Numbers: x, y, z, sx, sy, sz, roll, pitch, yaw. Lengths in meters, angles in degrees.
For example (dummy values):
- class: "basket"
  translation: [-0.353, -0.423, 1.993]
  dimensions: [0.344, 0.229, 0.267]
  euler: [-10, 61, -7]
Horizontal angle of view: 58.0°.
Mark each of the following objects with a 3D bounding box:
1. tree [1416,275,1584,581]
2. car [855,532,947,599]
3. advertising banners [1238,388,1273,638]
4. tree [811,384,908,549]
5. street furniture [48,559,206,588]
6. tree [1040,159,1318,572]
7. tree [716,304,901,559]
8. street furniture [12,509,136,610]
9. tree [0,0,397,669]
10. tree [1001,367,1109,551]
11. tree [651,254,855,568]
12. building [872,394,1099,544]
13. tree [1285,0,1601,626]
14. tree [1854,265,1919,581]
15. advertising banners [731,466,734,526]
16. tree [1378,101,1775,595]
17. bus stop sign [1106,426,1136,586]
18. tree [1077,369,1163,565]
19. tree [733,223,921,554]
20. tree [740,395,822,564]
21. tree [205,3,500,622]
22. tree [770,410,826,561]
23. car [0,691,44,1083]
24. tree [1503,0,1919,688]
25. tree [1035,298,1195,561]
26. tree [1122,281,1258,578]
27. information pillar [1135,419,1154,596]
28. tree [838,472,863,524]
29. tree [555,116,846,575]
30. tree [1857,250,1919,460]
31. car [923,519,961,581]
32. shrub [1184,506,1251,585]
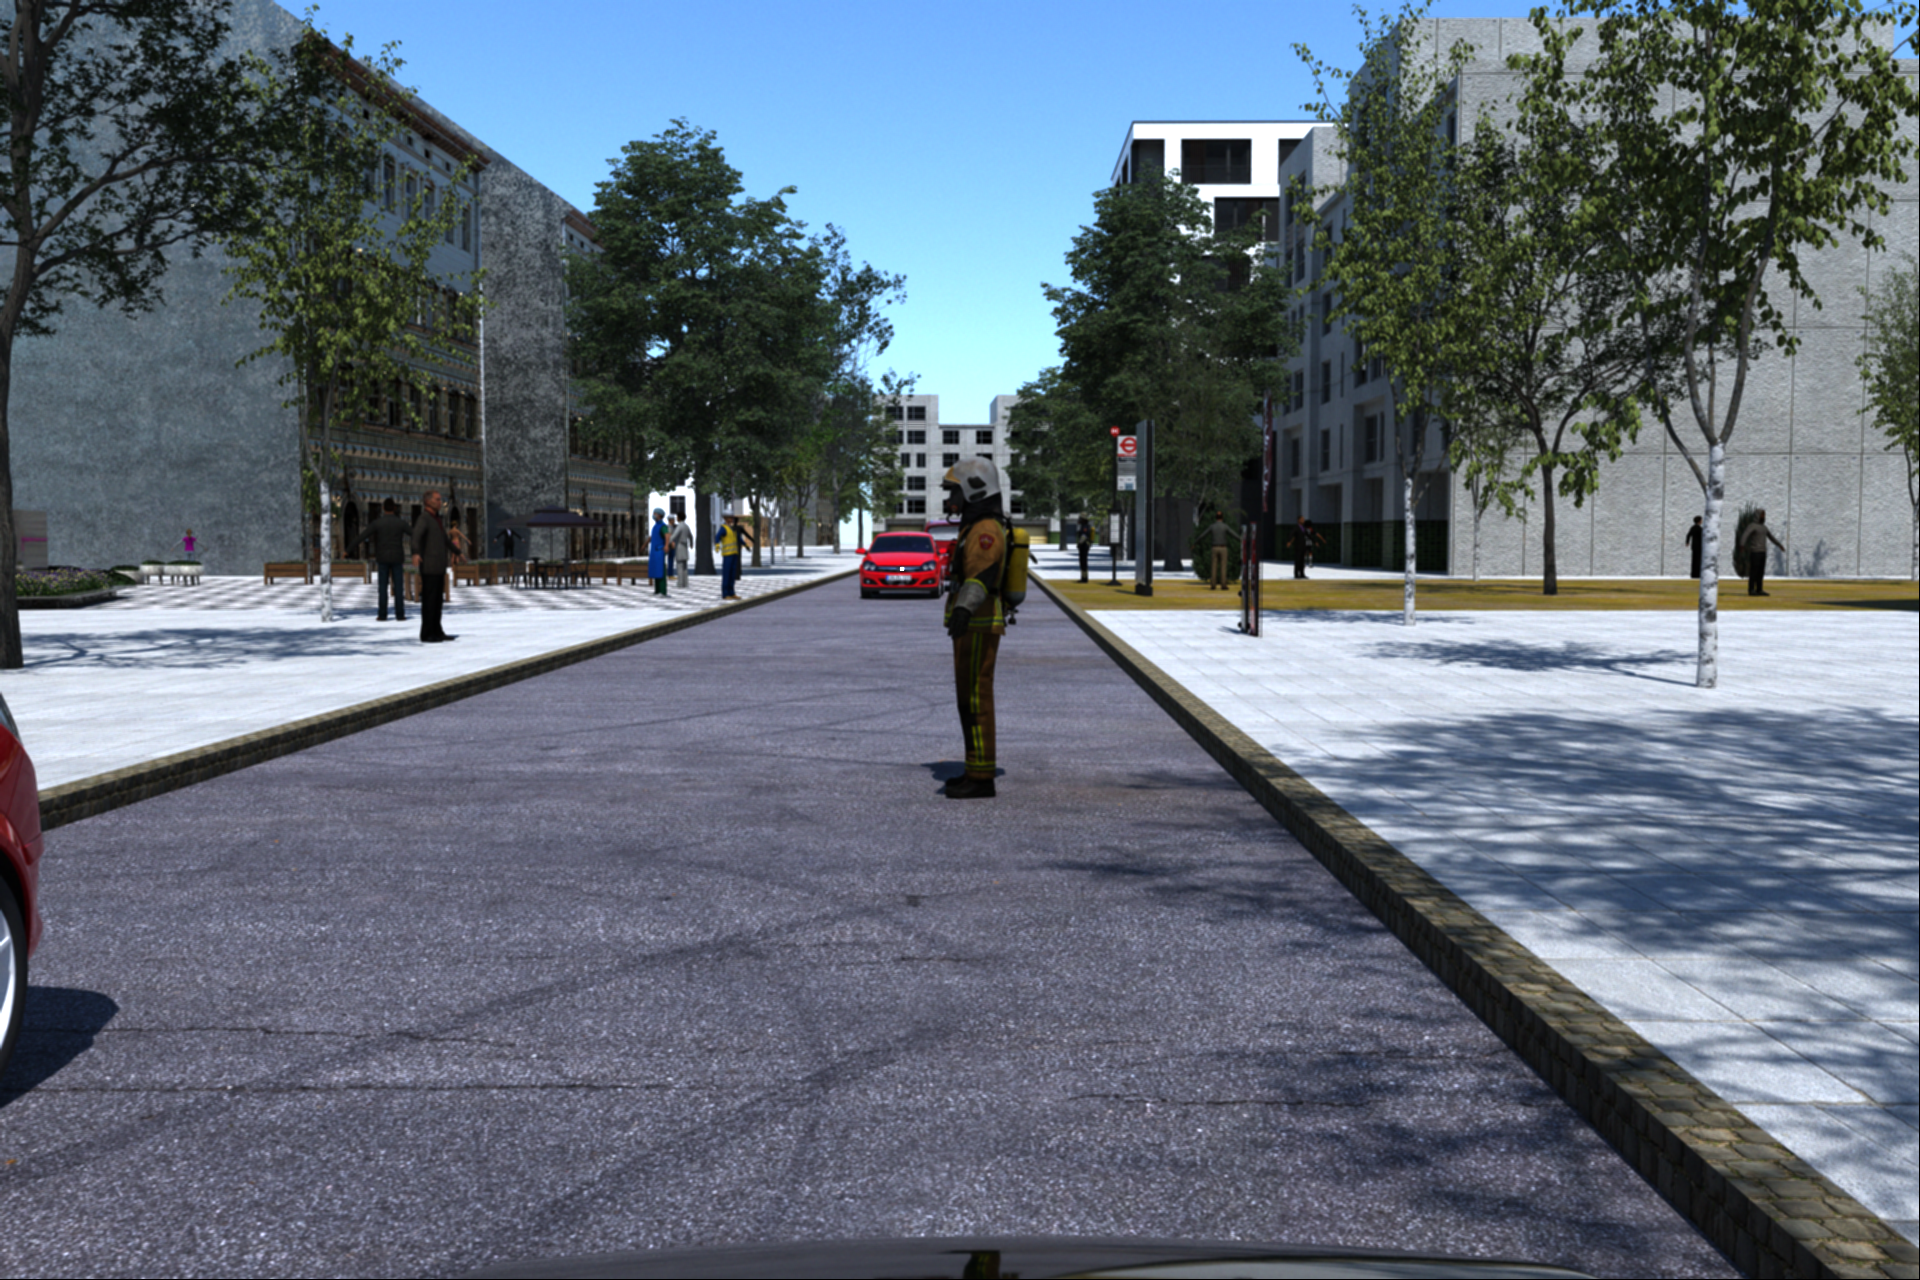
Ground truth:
- class: "tree"
  translation: [13.960, -5.921, 47.169]
  dimensions: [4.360, 8.622, 3.978]
  euler: [0, 3, 0]
- class: "car"
  translation: [-1.289, -1.880, 39.782]
  dimensions: [2.155, 1.783, 4.494]
  euler: [0, 4, 1]
- class: "advertising banners"
  translation: [3.718, -1.568, 21.824]
  dimensions: [0.090, 3.025, 2.074]
  euler: [0, 4, 0]
- class: "tree"
  translation: [-7.968, -13.034, 131.236]
  dimensions: [7.486, 12.596, 7.792]
  euler: [0, 3, 0]
- class: "street furniture"
  translation: [-23.679, -1.699, 43.408]
  dimensions: [10.072, 0.657, 5.734]
  euler: [2, 4, 31]
- class: "tree"
  translation: [7.312, -9.323, 59.091]
  dimensions: [9.857, 13.997, 8.962]
  euler: [0, 3, 0]
- class: "tree"
  translation: [-8.291, -11.041, 90.883]
  dimensions: [12.009, 13.543, 11.850]
  euler: [0, 3, 0]
- class: "street furniture"
  translation: [-18.374, -1.548, 32.164]
  dimensions: [9.812, 1.723, 11.010]
  euler: [-1, 4, -17]
- class: "tree"
  translation: [-9.191, -4.983, 15.889]
  dimensions: [8.767, 10.594, 7.601]
  euler: [1, 4, 12]
- class: "tree"
  translation: [7.664, -13.644, 129.726]
  dimensions: [9.857, 13.997, 8.962]
  euler: [0, 3, 0]
- class: "tree"
  translation: [-7.840, -8.557, 65.668]
  dimensions: [9.928, 11.665, 9.643]
  euler: [0, 3, 0]
- class: "building"
  translation: [4.336, -21.844, 226.066]
  dimensions: [31.486, 18.905, 16.747]
  euler: [0, 4, -2]
- class: "tree"
  translation: [6.322, -4.490, 23.772]
  dimensions: [4.737, 8.622, 4.395]
  euler: [0, 3, 0]
- class: "tree"
  translation: [26.097, -5.902, 46.853]
  dimensions: [4.737, 8.622, 4.395]
  euler: [0, 3, 0]
- class: "advertising banners"
  translation: [-5.878, -2.929, 44.075]
  dimensions: [0.090, 3.025, 2.074]
  euler: [0, 4, 0]
- class: "tree"
  translation: [12.660, -6.250, 36.600]
  dimensions: [8.767, 10.594, 7.601]
  euler: [2, 4, 27]
- class: "bus stop sign"
  translation: [4.053, -3.317, 42.932]
  dimensions: [0.855, 3.939, 0.416]
  euler: [0, 4, 1]
- class: "tree"
  translation: [6.855, -7.443, 72.057]
  dimensions: [4.737, 8.622, 4.395]
  euler: [0, 3, 0]
- class: "tree"
  translation: [-8.669, -15.441, 108.357]
  dimensions: [12.611, 20.169, 13.585]
  euler: [0, 3, 0]
- class: "tree"
  translation: [-8.044, -7.606, 74.726]
  dimensions: [4.737, 8.622, 4.395]
  euler: [0, 3, 0]
- class: "tree"
  translation: [-9.087, -4.579, 25.233]
  dimensions: [4.737, 8.622, 4.395]
  euler: [0, 3, 0]
- class: "tree"
  translation: [-8.269, -7.990, 81.004]
  dimensions: [4.737, 8.622, 4.395]
  euler: [0, 3, 0]
- class: "car"
  translation: [-3.281, 0.391, 2.654]
  dimensions: [2.155, 1.783, 4.494]
  euler: [0, 4, 1]
- class: "tree"
  translation: [6.346, -3.920, 14.451]
  dimensions: [4.737, 8.622, 4.395]
  euler: [0, 3, 0]
- class: "tree"
  translation: [7.389, -9.947, 80.763]
  dimensions: [7.486, 12.596, 7.792]
  euler: [0, 3, 0]
- class: "tree"
  translation: [7.002, -6.121, 50.438]
  dimensions: [4.360, 8.622, 3.978]
  euler: [0, 3, 0]
- class: "information pillar"
  translation: [3.866, -2.754, 36.340]
  dimensions: [0.184, 3.620, 1.656]
  euler: [0, 4, -1]
- class: "tree"
  translation: [-15.987, -18.602, 222.270]
  dimensions: [7.486, 12.596, 7.792]
  euler: [0, 3, 0]
- class: "tree"
  translation: [-7.948, -8.989, 53.631]
  dimensions: [9.857, 13.997, 8.962]
  euler: [0, 3, 0]
- class: "tree"
  translation: [23.443, -5.607, 42.029]
  dimensions: [4.360, 8.622, 3.978]
  euler: [0, 3, 0]
- class: "car"
  translation: [-0.155, -2.237, 45.243]
  dimensions: [2.281, 1.827, 5.304]
  euler: [0, 4, 0]
- class: "shrub"
  translation: [6.589, -2.427, 44.104]
  dimensions: [1.690, 2.028, 1.600]
  euler: [0, 3, 0]
